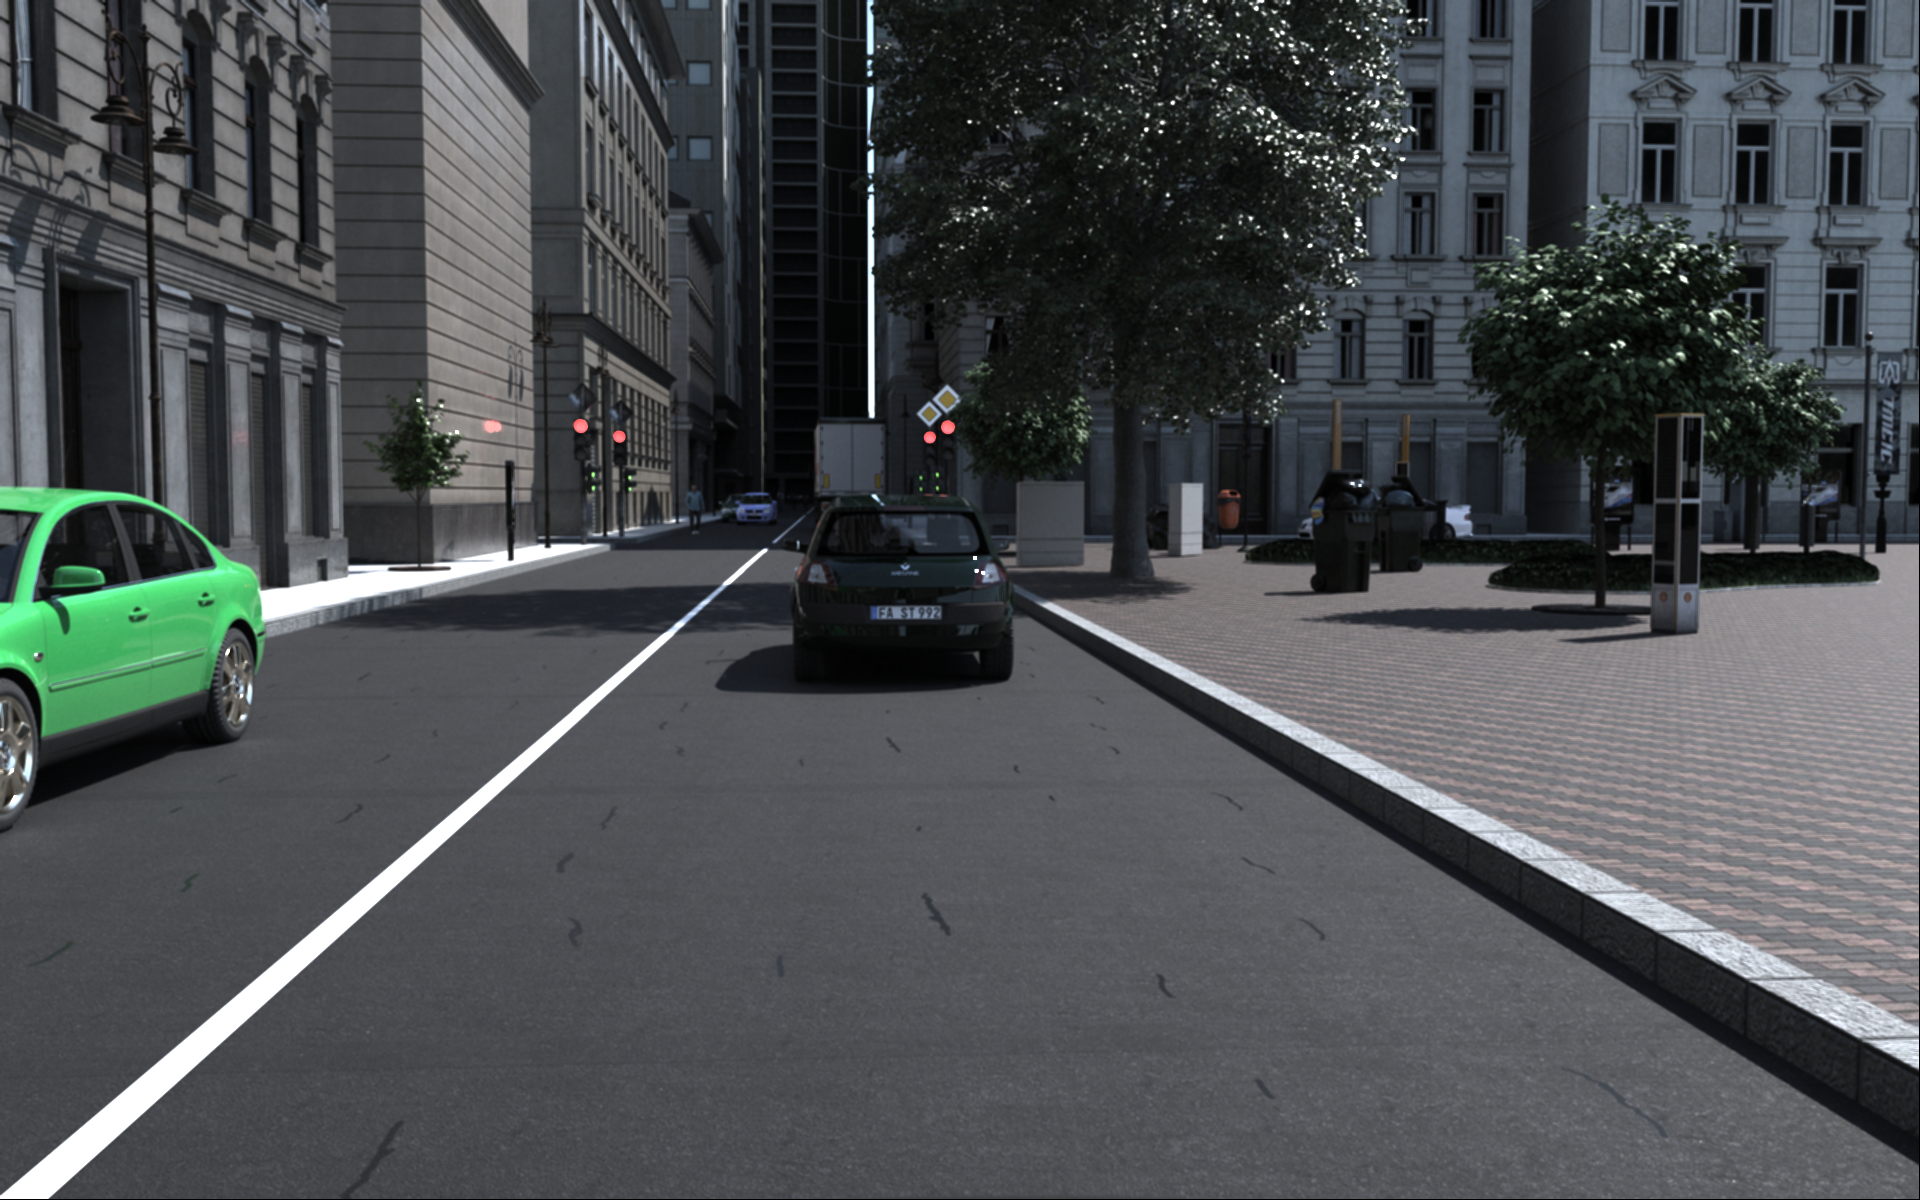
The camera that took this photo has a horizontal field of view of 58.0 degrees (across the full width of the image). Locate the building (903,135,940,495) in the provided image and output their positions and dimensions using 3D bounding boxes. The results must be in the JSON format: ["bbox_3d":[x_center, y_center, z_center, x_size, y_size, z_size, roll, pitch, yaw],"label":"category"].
[{"bbox_3d":[4.633,-15.997,80.630,14.460,24.649,34.723,0,4,-4],"label":"building"}]

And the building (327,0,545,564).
[{"bbox_3d":[-22.146,-14.584,35.719,25.104,27.353,12.463,0,4,-4],"label":"building"}]

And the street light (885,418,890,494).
[{"bbox_3d":[-4.356,-7.974,103.166,0.468,5.910,1.993,0,4,-4],"label":"street light"}]

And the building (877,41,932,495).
[{"bbox_3d":[0.626,-20.488,112.469,11.434,29.767,29.804,0,4,-4],"label":"building"}]

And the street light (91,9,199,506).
[{"bbox_3d":[-8.014,-2.716,17.197,0.468,5.910,1.993,0,4,-4],"label":"street light"}]

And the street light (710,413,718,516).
[{"bbox_3d":[-14.147,-7.754,99.572,0.468,5.910,1.993,0,4,-4],"label":"street light"}]

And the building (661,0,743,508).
[{"bbox_3d":[-31.585,-33.583,138.318,28.713,52.752,27.495,0,4,-4],"label":"building"}]

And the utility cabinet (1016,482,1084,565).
[{"bbox_3d":[1.606,-1.359,30.895,1.173,1.500,0.318,-1,4,-12],"label":"utility cabinet"}]

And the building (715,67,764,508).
[{"bbox_3d":[-25.639,-29.182,160.715,14.154,41.232,14.086,0,4,-4],"label":"building"}]

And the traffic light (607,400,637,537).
[{"bbox_3d":[-10.078,-3.832,51.581,0.839,4.253,0.868,0,4,-4],"label":"traffic light"}]

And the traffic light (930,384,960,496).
[{"bbox_3d":[-0.344,-3.388,44.319,0.839,4.253,0.868,0,4,-4],"label":"traffic light"}]

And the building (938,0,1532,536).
[{"bbox_3d":[8.414,-12.735,57.376,18.267,20.994,9.793,0,4,-4],"label":"building"}]

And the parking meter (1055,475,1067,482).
[{"bbox_3d":[3.028,-2.827,51.932,0.255,1.863,0.399,2,4,28],"label":"parking meter"}]

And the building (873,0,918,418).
[{"bbox_3d":[-0.075,-27.996,141.326,14.154,41.232,14.086,0,4,-4],"label":"building"}]

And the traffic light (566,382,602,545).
[{"bbox_3d":[-9.478,-3.345,43.618,0.839,4.253,0.868,0,4,-4],"label":"traffic light"}]

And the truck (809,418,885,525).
[{"bbox_3d":[-4.541,-4.906,69.130,2.839,4.237,11.283,0,4,-6],"label":"truck"}]

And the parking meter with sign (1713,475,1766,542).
[{"bbox_3d":[21.009,-3.070,46.451,1.738,3.016,0.543,-2,4,-25],"label":"parking meter with sign"}]

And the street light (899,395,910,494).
[{"bbox_3d":[-2.517,-6.524,79.462,0.468,5.910,1.993,0,4,-4],"label":"street light"}]

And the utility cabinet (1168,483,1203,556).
[{"bbox_3d":[4.656,-1.660,35.817,0.318,1.500,1.173,2,4,30],"label":"utility cabinet"}]

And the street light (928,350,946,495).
[{"bbox_3d":[-0.744,-5.074,55.753,0.468,5.910,1.993,0,4,-4],"label":"street light"}]

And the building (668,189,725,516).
[{"bbox_3d":[-20.173,-15.294,100.970,10.553,20.767,40.483,0,4,-4],"label":"building"}]

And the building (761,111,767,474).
[{"bbox_3d":[-36.688,-34.826,189.021,30.456,49.044,23.786,0,4,-4],"label":"building"}]

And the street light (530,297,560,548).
[{"bbox_3d":[-9.776,-4.166,40.907,0.468,5.910,1.993,0,4,-4],"label":"street light"}]

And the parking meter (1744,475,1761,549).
[{"bbox_3d":[18.458,-2.117,40.329,0.255,1.863,0.399,3,5,42],"label":"parking meter"}]

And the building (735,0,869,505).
[{"bbox_3d":[-21.834,-47.709,218.286,20.611,71.187,20.563,0,4,-4],"label":"building"}]

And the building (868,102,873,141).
[{"bbox_3d":[2.221,-38.925,225.669,27.495,52.752,28.713,0,4,-4],"label":"building"}]

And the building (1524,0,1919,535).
[{"bbox_3d":[40.047,-17.490,62.383,44.131,29.872,17.030,0,4,-4],"label":"building"}]

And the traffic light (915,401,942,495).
[{"bbox_3d":[-0.943,-3.875,52.282,0.839,4.253,0.868,0,4,-4],"label":"traffic light"}]

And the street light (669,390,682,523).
[{"bbox_3d":[-12.410,-6.304,75.859,0.468,5.910,1.993,0,4,-4],"label":"street light"}]

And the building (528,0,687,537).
[{"bbox_3d":[-19.596,-14.194,65.364,16.112,22.955,30.059,0,4,-4],"label":"building"}]

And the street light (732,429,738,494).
[{"bbox_3d":[-16.030,-9.204,123.273,0.468,5.910,1.993,0,4,-4],"label":"street light"}]

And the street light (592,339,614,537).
[{"bbox_3d":[-10.651,-4.832,51.787,0.468,5.910,1.993,0,4,-4],"label":"street light"}]

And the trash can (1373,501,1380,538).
[{"bbox_3d":[8.510,-1.515,36.416,0.748,1.137,0.748,0,3,0],"label":"trash can"}]

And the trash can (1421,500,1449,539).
[{"bbox_3d":[10.853,-1.723,39.826,0.748,1.137,0.748,0,3,0],"label":"trash can"}]

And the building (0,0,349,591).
[{"bbox_3d":[-13.383,-10.248,16.700,9.793,20.994,18.267,0,4,-4],"label":"building"}]
